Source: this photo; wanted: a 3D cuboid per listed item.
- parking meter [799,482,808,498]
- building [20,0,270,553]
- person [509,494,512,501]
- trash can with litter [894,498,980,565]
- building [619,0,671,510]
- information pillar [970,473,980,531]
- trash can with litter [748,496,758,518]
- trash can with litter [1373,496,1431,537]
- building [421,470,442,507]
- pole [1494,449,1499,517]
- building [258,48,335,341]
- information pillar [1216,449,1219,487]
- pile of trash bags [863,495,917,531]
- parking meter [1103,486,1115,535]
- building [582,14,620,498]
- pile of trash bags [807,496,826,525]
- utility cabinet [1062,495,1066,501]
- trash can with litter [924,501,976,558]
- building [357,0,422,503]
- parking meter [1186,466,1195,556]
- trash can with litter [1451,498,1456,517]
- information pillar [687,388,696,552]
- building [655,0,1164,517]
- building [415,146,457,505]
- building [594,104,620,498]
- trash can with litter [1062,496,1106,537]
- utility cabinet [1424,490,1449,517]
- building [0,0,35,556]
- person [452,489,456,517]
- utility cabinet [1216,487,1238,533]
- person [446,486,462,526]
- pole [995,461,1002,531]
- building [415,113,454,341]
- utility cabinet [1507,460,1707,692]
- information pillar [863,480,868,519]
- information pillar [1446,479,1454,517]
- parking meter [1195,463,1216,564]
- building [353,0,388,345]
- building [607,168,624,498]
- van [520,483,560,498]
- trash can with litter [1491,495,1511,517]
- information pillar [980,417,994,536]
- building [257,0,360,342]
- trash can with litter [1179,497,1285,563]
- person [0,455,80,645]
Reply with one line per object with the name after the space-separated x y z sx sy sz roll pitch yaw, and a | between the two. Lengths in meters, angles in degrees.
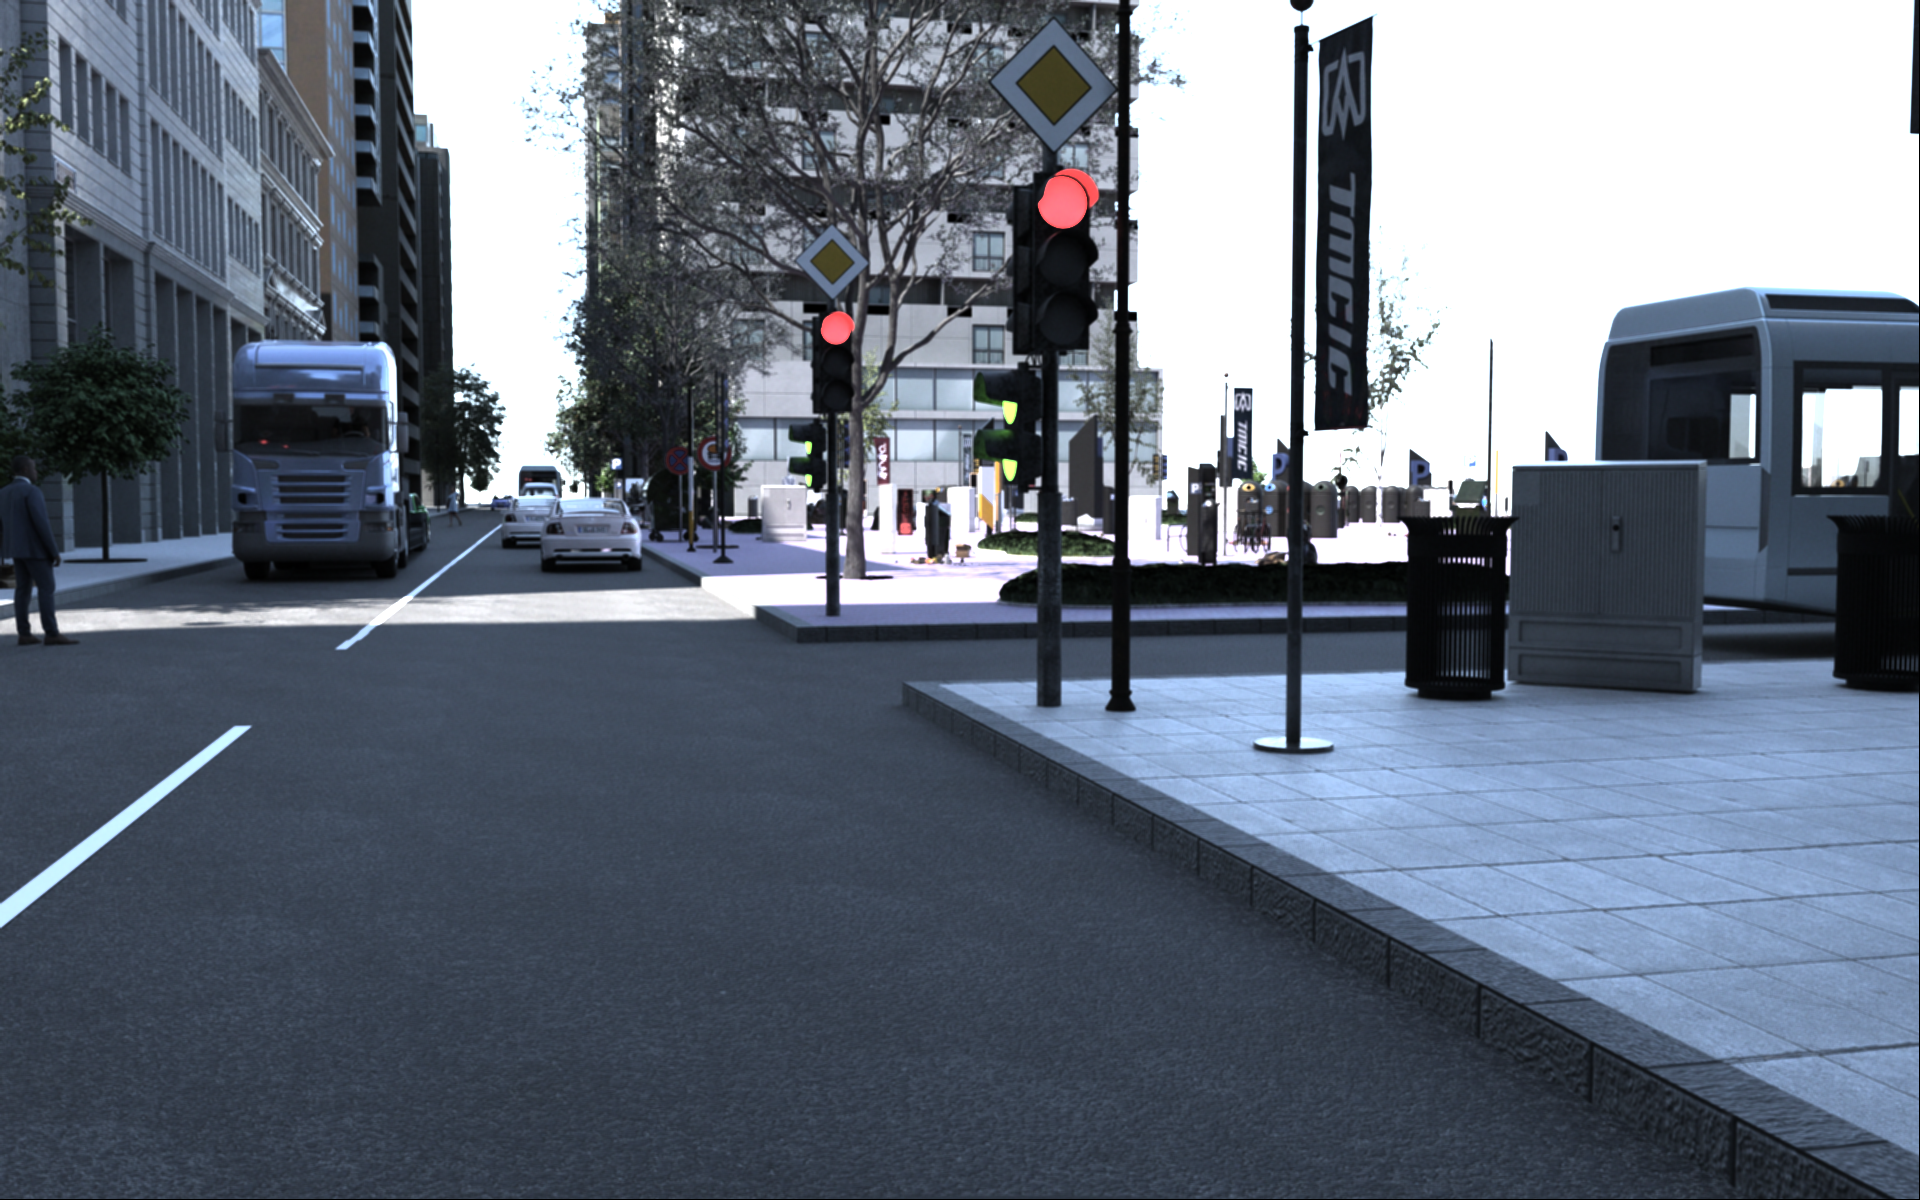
-7.836 -4.950 86.649 0.399 1.863 0.255 1 4 12 | parking meter
-28.236 -16.662 49.924 11.434 29.767 29.804 -1 4 -14 | building
-40.938 -8.915 157.492 0.421 1.427 0.697 -2 4 -34 | person
-0.375 -1.296 32.248 1.678 1.210 2.233 0 4 6 | trash can with litter
-20.456 -30.097 142.192 14.600 45.320 14.200 -1 4 -14 | building
0.532 -3.434 60.640 0.304 2.012 0.304 1 4 19 | information pillar
-7.995 -3.583 69.646 1.678 1.210 2.233 2 4 32 | trash can with litter
13.592 -2.516 52.189 2.233 1.210 1.678 3 4 38 | trash can with litter
-64.908 -45.270 178.413 20.563 71.187 20.611 -1 4 -14 | building
24.533 -5.218 79.161 0.158 3.312 0.155 0 3 0 | pole
-34.209 -14.600 74.864 11.583 22.565 21.152 -1 4 -14 | building
13.435 -5.988 89.253 0.504 3.616 0.183 0 4 -6 | information pillar
-2.457 -3.134 60.991 3.447 1.369 1.912 -3 4 -38 | pile of trash bags
4.685 -2.820 54.523 0.372 1.533 0.369 0 3 0 | parking meter
-37.106 -41.542 221.216 21.231 58.520 28.212 -1 4 -14 | building
-6.234 -3.870 73.032 3.447 1.369 1.912 -2 4 -24 | pile of trash bags
4.720 -4.417 83.373 0.306 1.237 1.020 2 4 35 | utility cabinet
-0.204 -1.440 34.929 1.055 1.170 0.624 1 4 10 | trash can with litter
-55.957 -31.613 140.578 21.300 48.544 21.600 -1 4 -14 | building
4.907 -1.842 35.834 0.399 1.863 0.255 1 4 20 | parking meter
20.009 -3.507 68.734 0.624 1.170 1.055 -3 5 -42 | trash can with litter
-6.011 -2.894 38.672 0.183 3.616 0.504 0 4 -6 | information pillar
-4.863 -31.833 109.705 28.713 52.752 27.495 -1 4 -14 | building
-65.240 -31.405 197.060 14.154 41.232 14.086 -1 4 -14 | building
-31.563 -30.713 185.753 14.154 41.232 14.086 -1 4 -14 | building
3.569 -2.465 51.363 2.233 1.210 1.678 1 4 22 | trash can with litter
23.271 -4.644 84.613 1.173 1.500 0.318 1 4 20 | utility cabinet
-23.474 -12.701 25.687 12.078 24.808 19.932 -1 4 -14 | building
-31.978 -6.185 109.256 0.705 1.869 1.348 -1 4 -23 | person
8.598 -2.964 57.137 1.173 1.500 0.318 1 4 21 | utility cabinet
-22.542 -4.186 77.039 0.616 1.811 0.778 2 4 24 | person
1.276 -3.906 57.710 0.158 3.312 0.155 0 3 0 | pole
-75.554 -36.564 217.425 23.786 49.044 30.456 -1 4 -14 | building
4.265 -0.170 11.458 1.173 1.500 0.318 2 4 33 | utility cabinet
-4.978 -5.242 90.198 0.304 2.012 0.304 0 4 7 | information pillar
24.462 -5.017 86.521 0.304 2.012 0.304 0 4 1 | information pillar
4.572 -1.611 32.043 0.255 1.863 0.399 0 4 -6 | parking meter
-48.788 -48.935 112.753 22.319 86.520 31.000 -1 4 -14 | building
-24.822 -23.591 157.418 14.160 30.474 14.107 -1 4 -14 | building
-16.573 -3.754 68.388 2.013 2.044 4.112 -1 4 -13 | van
30.711 -5.286 97.475 1.678 1.210 2.233 0 4 8 | trash can with litter
0.823 -3.737 52.452 0.504 3.616 0.183 -2 4 -32 | information pillar
-40.422 -27.077 92.821 14.600 45.320 14.200 -1 4 -14 | building
4.023 -1.014 27.638 1.678 1.210 2.233 -1 4 -13 | trash can with litter
-8.826 -0.475 16.453 0.721 1.800 0.419 1 4 16 | person
